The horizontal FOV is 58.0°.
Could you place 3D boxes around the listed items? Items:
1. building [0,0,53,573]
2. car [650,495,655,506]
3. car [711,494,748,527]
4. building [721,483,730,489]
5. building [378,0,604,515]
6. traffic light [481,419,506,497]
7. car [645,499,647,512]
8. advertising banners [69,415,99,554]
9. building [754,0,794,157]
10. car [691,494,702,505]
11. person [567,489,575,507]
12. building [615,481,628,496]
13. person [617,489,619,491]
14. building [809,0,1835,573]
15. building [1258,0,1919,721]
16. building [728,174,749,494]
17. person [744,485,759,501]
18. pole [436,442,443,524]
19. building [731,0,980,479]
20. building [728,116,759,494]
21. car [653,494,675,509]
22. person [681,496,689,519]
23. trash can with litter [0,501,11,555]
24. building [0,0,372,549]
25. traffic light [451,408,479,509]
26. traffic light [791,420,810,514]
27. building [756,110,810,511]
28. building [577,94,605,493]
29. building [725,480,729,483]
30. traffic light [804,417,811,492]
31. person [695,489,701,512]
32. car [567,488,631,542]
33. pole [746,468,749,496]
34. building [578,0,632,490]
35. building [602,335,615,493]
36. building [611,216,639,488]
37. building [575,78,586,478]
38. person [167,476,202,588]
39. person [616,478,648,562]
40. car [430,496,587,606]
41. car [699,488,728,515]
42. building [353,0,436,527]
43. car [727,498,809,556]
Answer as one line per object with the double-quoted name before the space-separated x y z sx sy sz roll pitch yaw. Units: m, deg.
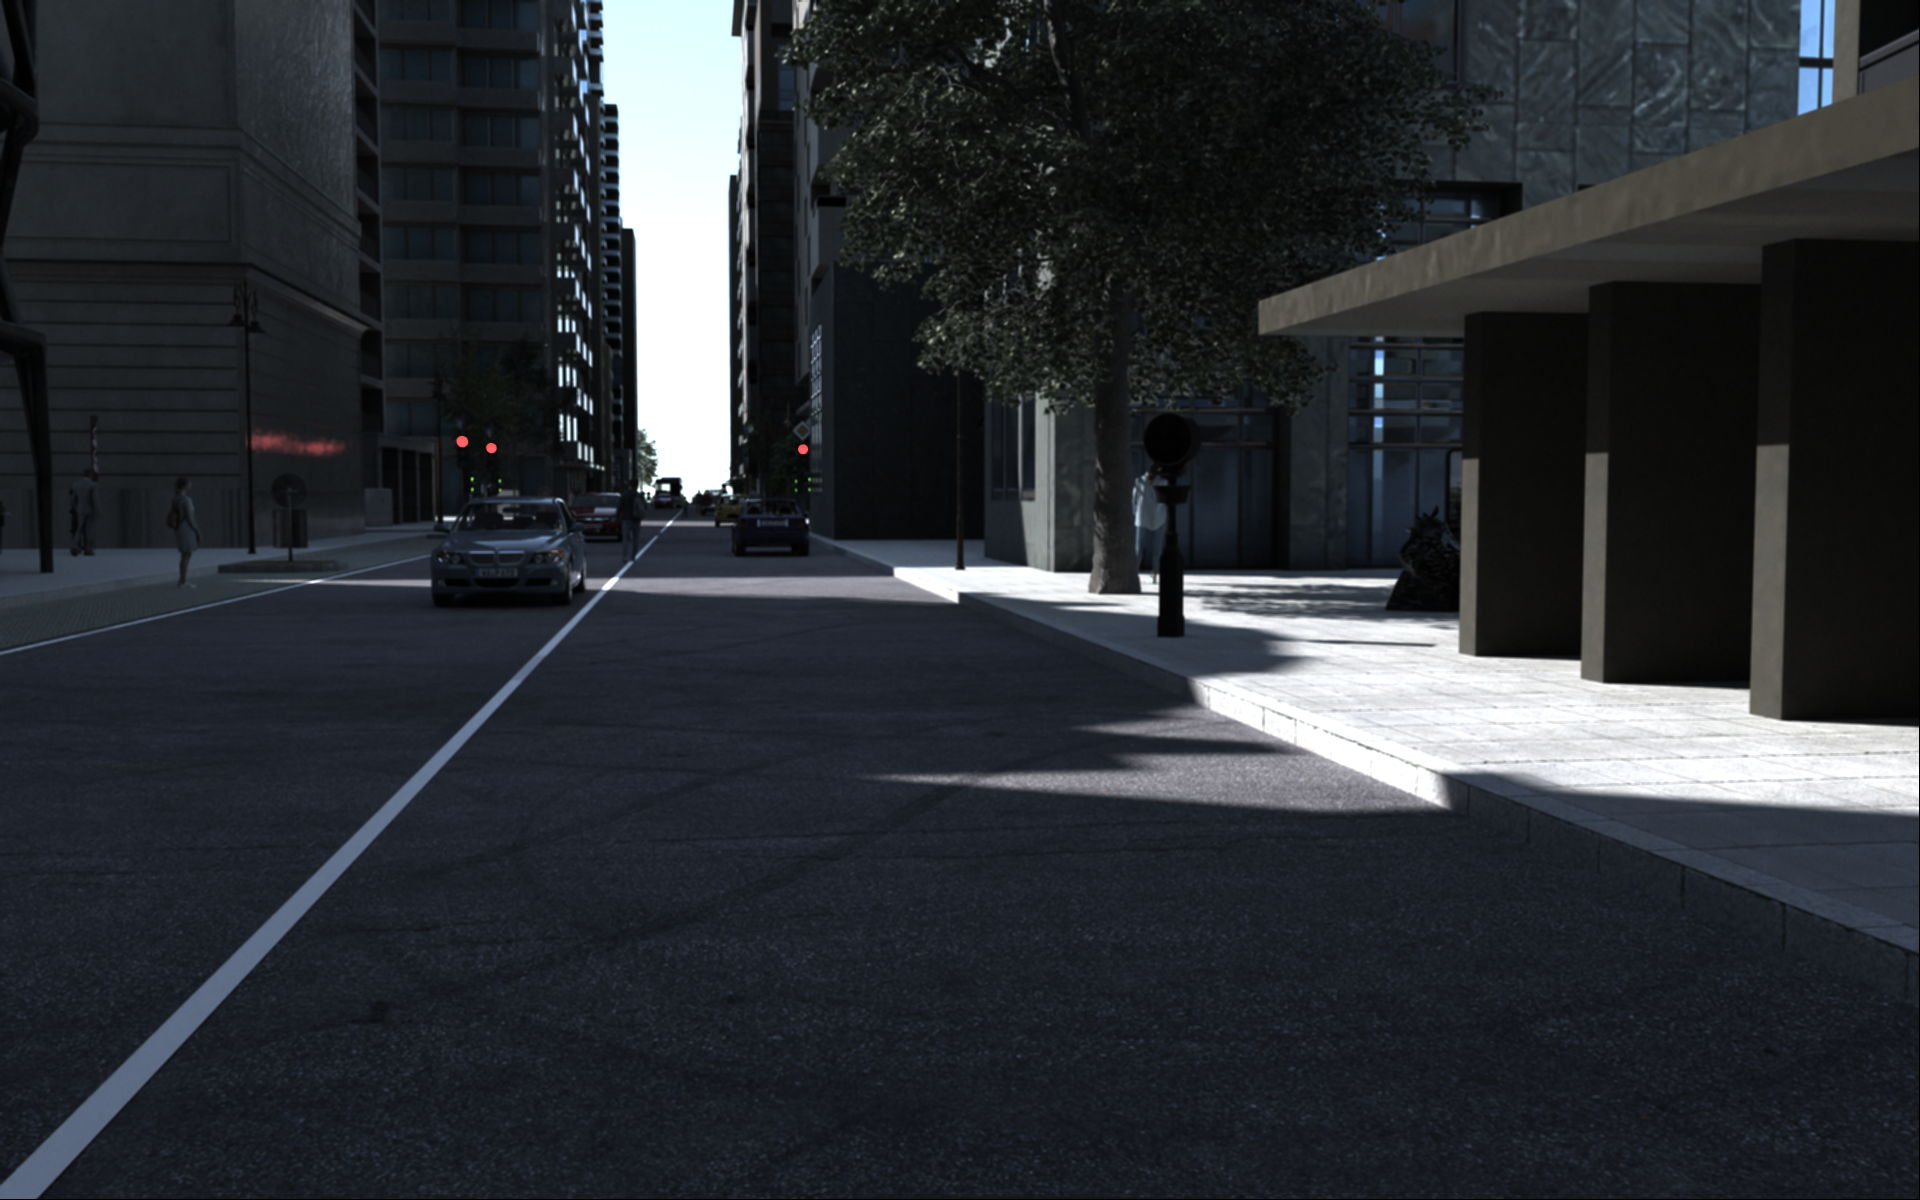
"building" -22.033 -9.491 22.623 16.820 18.784 16.811 -1 4 -9
"car" -36.180 -11.954 207.807 2.083 1.381 4.827 -1 4 -9
"car" -10.020 -4.075 76.843 2.015 1.641 3.980 0 4 -8
"building" -23.625 -36.488 288.461 32.217 40.220 23.993 -1 4 -9
"building" -36.770 -30.393 116.540 23.786 49.044 30.456 -1 4 -9
"traffic light" -17.350 -4.616 64.386 0.839 4.253 0.868 -1 4 -9
"car" -20.678 -6.086 109.097 1.945 1.707 3.694 -1 4 -9
"advertising banners" -19.140 -2.552 37.915 0.090 3.025 2.074 -1 4 -11
"building" -10.742 -30.709 152.201 14.600 45.320 14.200 -1 4 -9
"car" -35.903 -13.897 237.446 2.015 1.641 3.980 0 4 -7
"person" -21.411 -5.289 95.731 0.760 1.731 0.466 -1 4 -14
"building" -61.064 -32.959 230.759 32.217 40.220 23.993 -1 4 -9
"person" -40.405 -12.165 204.578 0.705 1.869 1.348 0 4 6
"building" 8.284 -44.627 42.317 22.319 86.520 31.000 -1 4 -9
"building" 15.402 -21.224 1.635 22.147 44.769 28.867 -1 4 -9
"building" -24.548 -35.920 237.400 14.600 45.320 14.200 -1 4 -9
"person" -8.216 -3.641 68.224 0.583 1.804 0.606 3 4 38
"pole" -20.337 -4.516 67.685 0.158 3.312 0.155 0 3 0
"building" -7.996 -35.730 173.432 28.713 52.752 27.495 -1 4 -9
"building" -14.481 -35.609 201.817 23.786 49.044 30.456 -1 4 -9
"car" -28.698 -9.716 167.890 2.155 1.783 4.494 -1 4 -8
"person" -16.104 -5.428 101.527 0.475 1.303 0.640 0 4 3
"trash can with litter" -20.151 -1.484 35.654 0.624 1.170 1.055 1 4 14
"building" -32.013 -12.974 45.413 30.059 22.955 16.112 -1 4 -9
"traffic light" -16.156 -4.133 56.490 0.839 4.253 0.868 -1 4 -9
"traffic light" -6.020 -4.721 66.109 0.839 4.253 0.868 -1 4 -9
"building" -8.738 -22.188 134.480 14.160 30.474 14.107 -1 4 -9
"building" -42.882 -29.831 171.335 14.154 41.232 14.086 -1 4 -9
"building" -23.348 -39.168 260.006 23.786 49.044 30.456 -1 4 -9
"traffic light" -4.826 -4.238 58.214 0.839 4.253 0.868 -1 4 -9
"person" -20.431 -7.754 135.475 0.606 1.804 0.583 -1 4 -19
"car" -11.111 -2.702 53.215 2.155 1.783 4.494 0 4 -8
"pole" -16.656 -8.671 135.617 0.158 3.312 0.155 0 3 0
"building" -60.287 -57.771 257.219 22.319 86.520 31.000 -1 4 -9
"building" -53.365 -21.284 193.024 27.650 21.520 28.899 -1 4 -9
"building" -59.627 -38.610 281.390 14.600 45.320 14.200 -1 4 -9
"building" -46.950 -34.239 149.039 28.713 52.752 27.495 -1 4 -9
"person" -11.757 -1.024 26.244 0.512 1.701 0.522 2 4 32
"person" -6.932 -1.698 36.617 0.623 1.781 0.721 -2 4 -23
"car" -6.129 -0.724 23.847 2.014 1.417 4.499 -1 4 -8
"car" -16.599 -6.676 117.833 2.281 1.827 5.304 0 4 -8
"building" -34.539 -38.936 74.856 20.563 71.187 20.611 -1 4 -9
"car" -4.556 -1.756 41.290 1.945 1.354 3.894 -1 4 -9
